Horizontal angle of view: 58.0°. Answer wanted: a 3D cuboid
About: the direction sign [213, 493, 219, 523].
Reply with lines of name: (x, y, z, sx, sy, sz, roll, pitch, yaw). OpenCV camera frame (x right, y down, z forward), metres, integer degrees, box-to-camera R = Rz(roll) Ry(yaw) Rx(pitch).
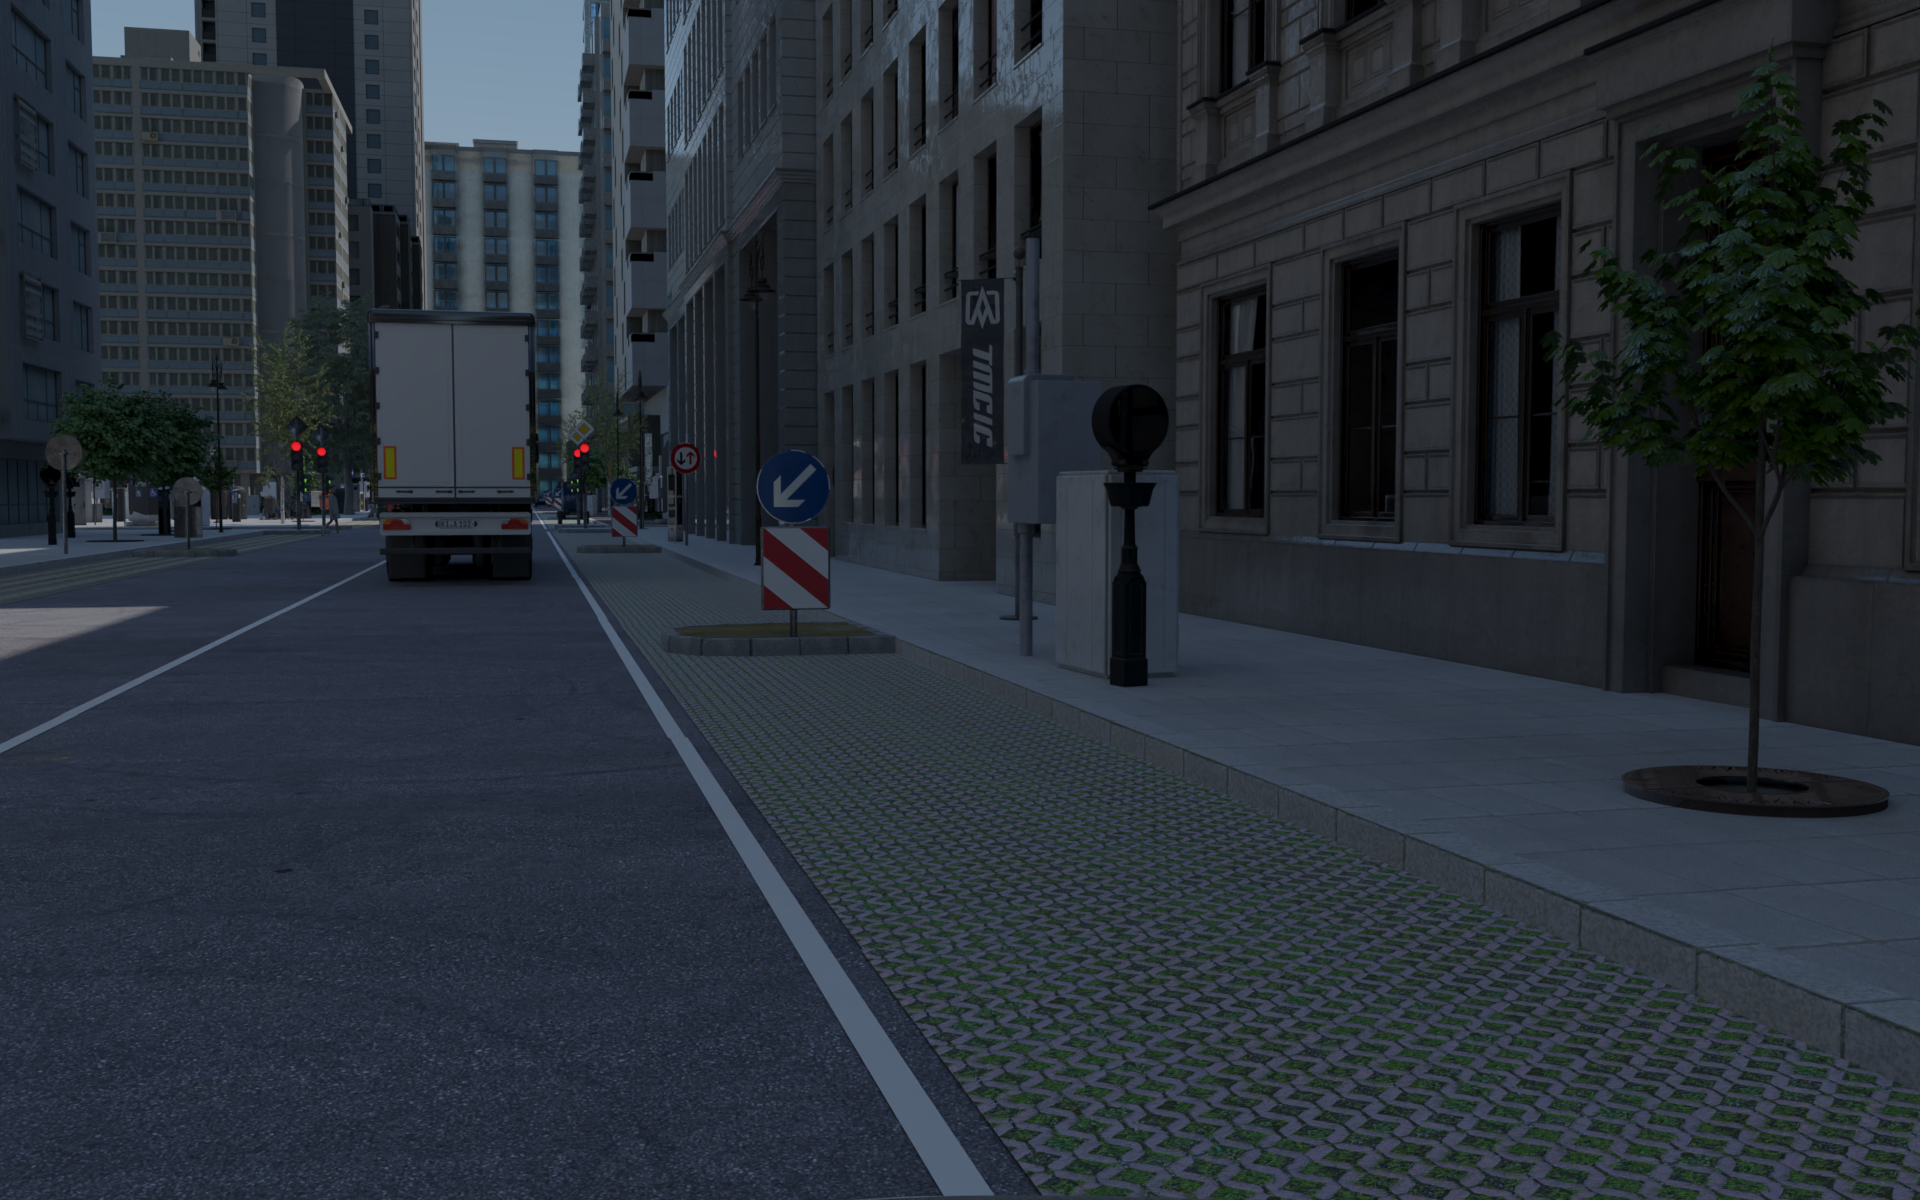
direction sign: (-32.801, -5.165, 76.449, 0.379, 3.537, 0.876, -1, 4, -22)

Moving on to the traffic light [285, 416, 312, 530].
traffic light: (-23.703, -4.472, 62.045, 0.839, 4.253, 0.868, -1, 4, -14)

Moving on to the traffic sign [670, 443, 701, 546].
traffic sign: (-6.805, -2.627, 43.057, 0.768, 2.556, 0.104, 0, 4, -6)

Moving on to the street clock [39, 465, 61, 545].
street clock: (-22.849, -2.384, 43.549, 0.471, 2.002, 0.358, -2, 4, -24)

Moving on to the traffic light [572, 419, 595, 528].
traffic light: (-13.998, -4.622, 64.496, 0.839, 4.253, 0.868, -1, 4, -14)

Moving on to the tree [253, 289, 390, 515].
tree: (-37.864, -12.230, 106.623, 9.857, 13.997, 8.962, 0, 3, 0)

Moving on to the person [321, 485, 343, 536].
person: (-21.376, -3.040, 58.955, 0.466, 1.731, 0.760, 2, 4, 35)

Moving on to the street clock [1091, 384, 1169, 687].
street clock: (1.131, -0.427, 11.552, 0.471, 2.002, 0.358, -2, 4, -26)

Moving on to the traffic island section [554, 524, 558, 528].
traffic island section: (-15.906, -3.063, 72.364, 2.009, 0.180, 2.903, -1, 4, -14)

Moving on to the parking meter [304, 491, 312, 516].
parking meter: (-37.650, -5.602, 100.000, 0.372, 1.533, 0.369, 0, 3, 0)

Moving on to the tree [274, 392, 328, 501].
tree: (-45.885, -10.411, 120.577, 4.360, 8.622, 3.978, 0, 3, 0)

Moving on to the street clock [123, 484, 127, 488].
street clock: (-58.868, -7.204, 122.354, 0.358, 2.002, 0.471, 1, 4, 20)

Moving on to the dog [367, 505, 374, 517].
dog: (-33.366, -4.982, 98.296, 0.513, 0.831, 0.800, 0, 4, -5)

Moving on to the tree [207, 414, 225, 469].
tree: (-24.648, -4.286, 53.797, 4.285, 4.588, 4.351, 0, 3, 0)

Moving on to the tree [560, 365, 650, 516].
tree: (-20.079, -9.159, 100.111, 4.737, 8.622, 4.395, 0, 3, 0)

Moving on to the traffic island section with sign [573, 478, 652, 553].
traffic island section with sign: (-8.398, -2.072, 42.513, 1.989, 1.847, 2.006, -1, 4, -14)

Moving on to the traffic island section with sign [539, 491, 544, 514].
traffic island section with sign: (-28.560, -6.971, 122.611, 1.989, 1.847, 2.006, -1, 4, -14)

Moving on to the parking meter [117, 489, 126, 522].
parking meter: (-38.738, -4.376, 79.961, 0.372, 1.533, 0.369, 0, 3, 0)

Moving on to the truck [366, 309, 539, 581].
truck: (-9.144, -2.630, 31.912, 2.839, 4.237, 11.283, -1, 4, -15)

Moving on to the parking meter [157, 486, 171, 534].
parking meter: (-25.662, -2.902, 55.855, 0.372, 1.533, 0.369, 0, 3, 0)

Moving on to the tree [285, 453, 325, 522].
tree: (-30.365, -5.223, 80.004, 1.663, 3.219, 1.824, 0, 3, 0)

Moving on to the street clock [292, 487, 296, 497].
street clock: (-52.689, -8.121, 137.342, 0.471, 2.002, 0.358, -1, 4, -12)

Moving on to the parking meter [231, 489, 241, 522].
parking meter: (-33.062, -4.324, 79.107, 0.372, 1.533, 0.369, 0, 3, 0)

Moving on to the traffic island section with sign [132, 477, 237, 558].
traffic island section with sign: (-17.827, -1.915, 39.938, 1.989, 1.847, 2.006, -1, 4, -14)

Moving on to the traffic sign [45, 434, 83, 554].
traffic sign: (-19.160, -2.259, 37.045, 0.768, 2.556, 0.104, 0, 4, -6)

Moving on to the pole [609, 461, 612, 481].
pole: (-21.309, -6.832, 105.548, 0.158, 3.312, 0.155, 0, 3, 0)

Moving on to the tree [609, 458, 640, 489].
tree: (-18.082, -5.983, 92.428, 1.663, 3.219, 1.824, 0, 3, 0)

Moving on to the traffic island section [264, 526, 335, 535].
traffic island section: (-23.745, -2.440, 62.170, 2.009, 0.180, 2.903, -1, 4, -14)

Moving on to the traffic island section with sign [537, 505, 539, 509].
traffic island section with sign: (-40.837, -9.956, 171.407, 1.989, 1.847, 2.006, -1, 4, -14)

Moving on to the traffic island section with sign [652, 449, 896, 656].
traffic island section with sign: (-1.766, -0.461, 16.163, 1.989, 1.847, 2.006, -1, 4, -14)

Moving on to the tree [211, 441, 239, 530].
tree: (-26.723, -4.148, 62.427, 1.663, 3.219, 1.824, 0, 3, 0)

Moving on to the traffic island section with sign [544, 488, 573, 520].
traffic island section with sign: (-21.917, -5.357, 96.221, 1.989, 1.847, 2.006, -1, 4, -14)

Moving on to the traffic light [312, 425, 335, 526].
traffic light: (-25.653, -4.946, 69.789, 0.839, 4.253, 0.868, -1, 4, -14)

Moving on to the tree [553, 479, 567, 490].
tree: (-48.882, -13.258, 211.361, 1.663, 3.219, 1.824, 0, 3, 0)

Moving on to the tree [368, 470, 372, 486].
tree: (-44.291, -9.202, 134.166, 4.285, 4.588, 4.351, 0, 3, 0)

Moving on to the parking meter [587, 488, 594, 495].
parking meter: (-24.210, -6.597, 113.578, 0.399, 1.863, 0.255, 2, 4, 24)

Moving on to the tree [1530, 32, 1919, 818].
tree: (3.492, -0.778, 7.323, 1.663, 3.219, 1.824, 0, 3, 0)

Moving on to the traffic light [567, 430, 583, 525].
traffic light: (-15.947, -5.096, 72.240, 0.839, 4.253, 0.868, -1, 4, -14)

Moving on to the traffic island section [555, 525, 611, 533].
traffic island section: (-13.956, -2.590, 64.620, 2.009, 0.180, 2.903, -1, 4, -14)

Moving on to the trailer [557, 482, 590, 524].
trailer: (-18.293, -4.567, 81.711, 1.471, 1.999, 3.904, -1, 4, -15)

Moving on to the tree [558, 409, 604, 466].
tree: (-32.759, -12.207, 149.948, 4.360, 8.622, 3.978, 0, 3, 0)

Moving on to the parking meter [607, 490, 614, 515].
parking meter: (-21.013, -5.853, 104.101, 0.372, 1.533, 0.369, 0, 3, 0)

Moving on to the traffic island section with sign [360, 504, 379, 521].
traffic island section with sign: (-31.390, -5.213, 93.855, 1.989, 1.847, 2.006, -1, 4, -14)

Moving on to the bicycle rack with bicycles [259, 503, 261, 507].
bicycle rack with bicycles: (-51.498, -6.955, 127.103, 2.925, 0.926, 2.852, 2, 4, 26)

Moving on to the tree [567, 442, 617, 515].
tree: (-22.708, -7.582, 107.687, 4.285, 4.588, 4.351, 0, 3, 0)

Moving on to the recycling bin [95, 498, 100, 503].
recycling bin: (-64.879, -7.157, 129.578, 0.722, 1.027, 0.722, 1, 4, 12)

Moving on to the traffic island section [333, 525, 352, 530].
traffic island section: (-25.694, -2.913, 69.914, 2.009, 0.180, 2.903, -1, 4, -14)

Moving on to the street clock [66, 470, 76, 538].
street clock: (-25.961, -2.811, 50.530, 0.358, 2.002, 0.471, 0, 4, -7)

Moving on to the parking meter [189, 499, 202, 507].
parking meter: (-22.946, -2.662, 51.940, 0.372, 1.533, 0.369, 0, 3, 0)

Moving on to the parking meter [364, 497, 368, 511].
parking meter: (-43.901, -7.309, 127.906, 0.372, 1.533, 0.369, 0, 3, 0)

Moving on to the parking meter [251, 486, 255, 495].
parking meter: (-53.885, -7.724, 132.005, 0.255, 1.863, 0.399, -1, 4, -13)

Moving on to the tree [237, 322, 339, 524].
tree: (-29.231, -7.615, 74.862, 4.737, 8.622, 4.395, 0, 3, 0)

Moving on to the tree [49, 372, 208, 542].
tree: (-22.777, -3.844, 46.571, 4.285, 4.588, 4.351, 0, 3, 0)

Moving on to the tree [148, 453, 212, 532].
tree: (-26.774, -3.941, 59.038, 1.663, 3.219, 1.824, 0, 3, 0)

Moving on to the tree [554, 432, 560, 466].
tree: (-34.347, -12.565, 155.801, 4.737, 8.622, 4.395, 0, 3, 0)
